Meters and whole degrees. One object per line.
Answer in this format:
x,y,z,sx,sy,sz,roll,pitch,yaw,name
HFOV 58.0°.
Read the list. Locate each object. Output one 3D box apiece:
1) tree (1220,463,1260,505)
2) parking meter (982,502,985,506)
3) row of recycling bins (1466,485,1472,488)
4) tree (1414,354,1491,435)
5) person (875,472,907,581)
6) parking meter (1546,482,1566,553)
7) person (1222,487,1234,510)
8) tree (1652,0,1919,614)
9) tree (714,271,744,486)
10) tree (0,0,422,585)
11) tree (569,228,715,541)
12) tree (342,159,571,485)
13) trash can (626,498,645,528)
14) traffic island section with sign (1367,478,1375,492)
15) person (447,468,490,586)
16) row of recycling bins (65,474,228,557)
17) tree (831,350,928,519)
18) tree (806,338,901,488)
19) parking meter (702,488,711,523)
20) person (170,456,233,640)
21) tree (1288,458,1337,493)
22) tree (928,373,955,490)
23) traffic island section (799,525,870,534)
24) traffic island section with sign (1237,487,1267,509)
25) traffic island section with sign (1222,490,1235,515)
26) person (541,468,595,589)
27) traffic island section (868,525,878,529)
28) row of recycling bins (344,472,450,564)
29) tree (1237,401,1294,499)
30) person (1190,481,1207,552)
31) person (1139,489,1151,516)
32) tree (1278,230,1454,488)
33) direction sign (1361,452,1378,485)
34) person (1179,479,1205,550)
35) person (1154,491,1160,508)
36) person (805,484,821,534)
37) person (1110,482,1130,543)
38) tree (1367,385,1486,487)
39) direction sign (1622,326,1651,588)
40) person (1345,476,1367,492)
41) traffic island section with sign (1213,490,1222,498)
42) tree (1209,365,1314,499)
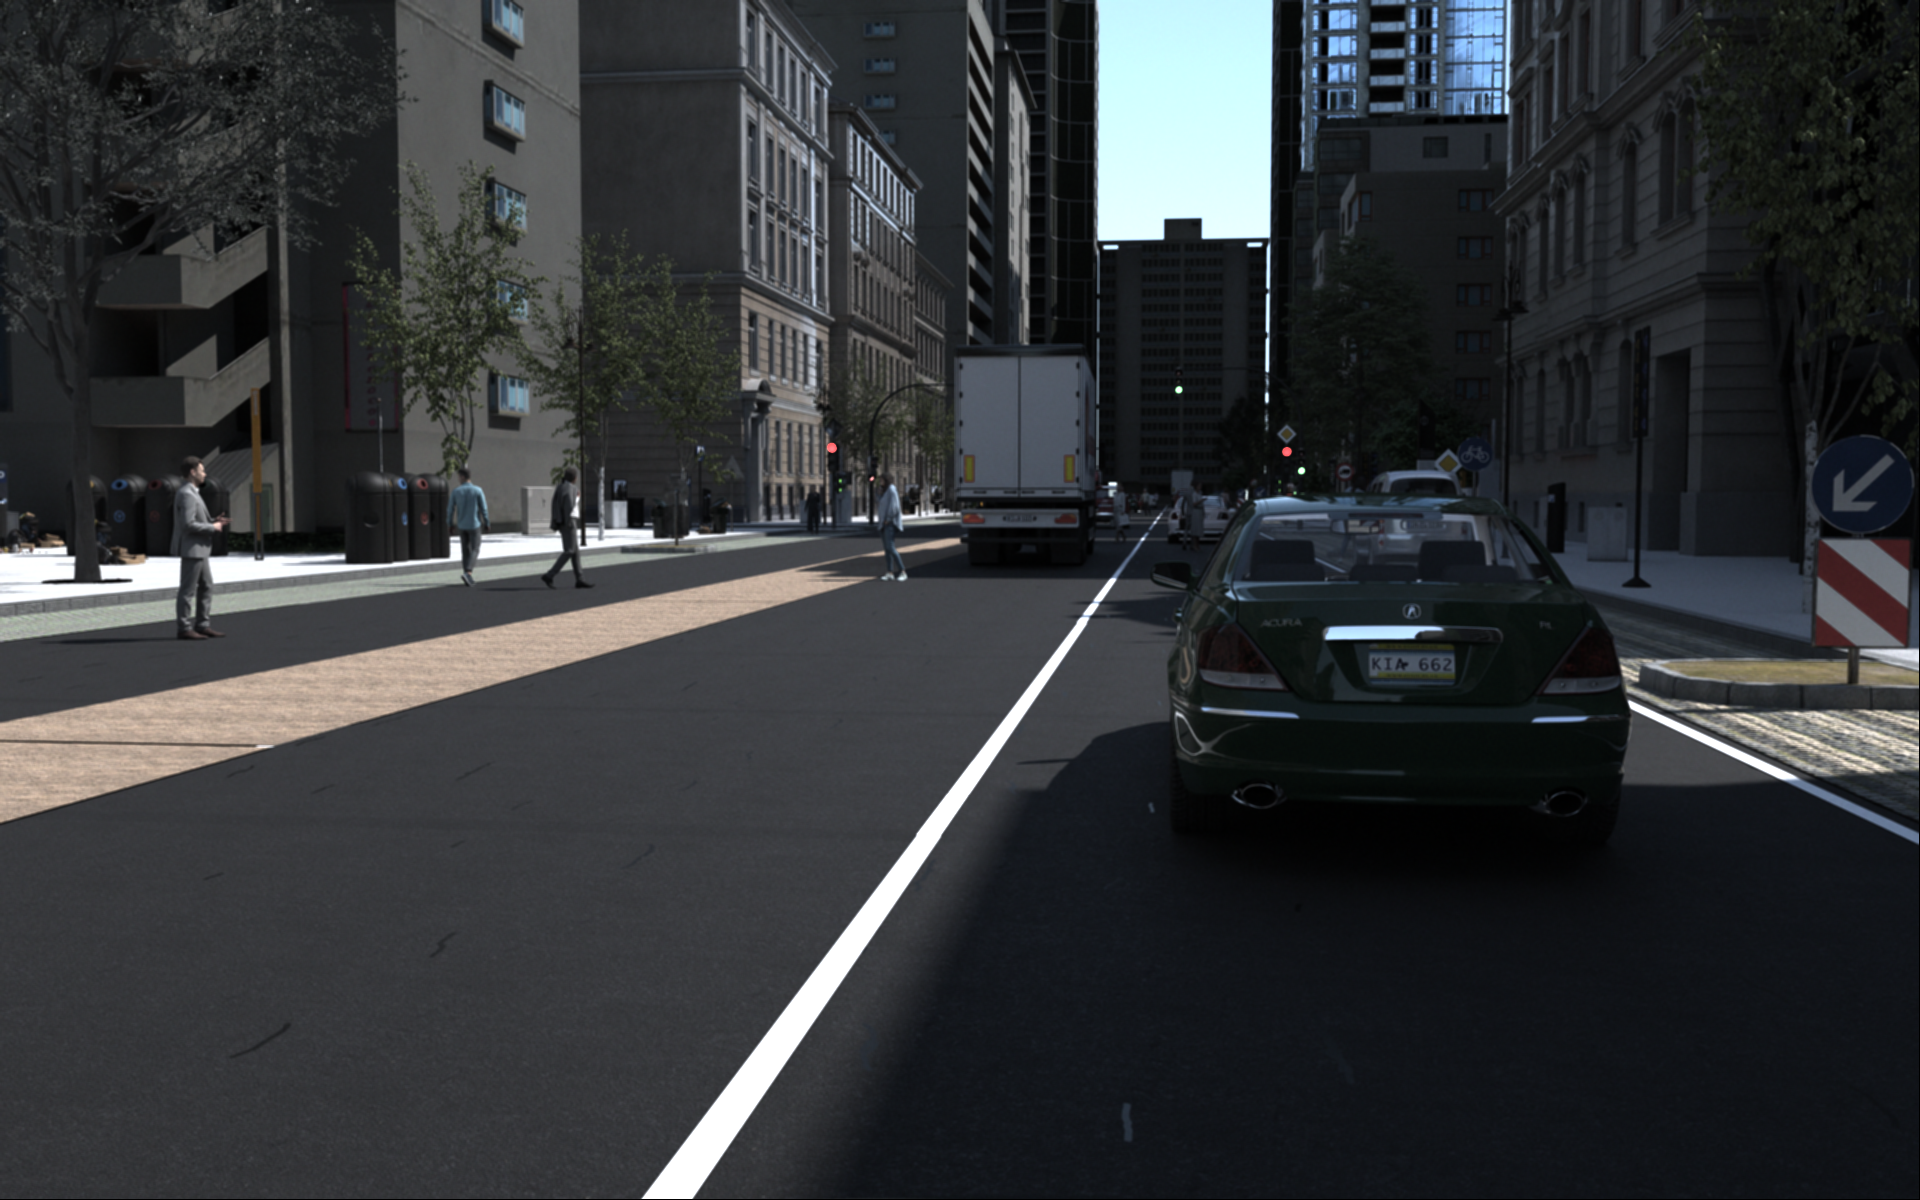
32.338,-13.487,204.227,4.285,4.588,4.351,0,3,0,tree
1.950,-7.982,136.211,0.399,1.863,0.255,-3,5,-41,parking meter
21.674,-4.212,75.977,3.534,1.692,1.069,-1,4,-20,row of recycling bins
25.363,-8.569,90.472,4.360,8.622,3.978,0,3,0,tree
-1.144,-1.225,28.792,0.793,1.790,0.793,3,4,37,person
13.003,-1.797,37.788,0.372,1.533,0.369,0,3,0,parking meter
12.570,-4.450,81.845,0.643,1.750,0.593,-2,4,-35,person
9.166,-4.142,18.088,4.737,8.622,4.395,0,3,0,tree
-8.453,-6.271,52.897,4.737,8.622,4.395,0,3,0,tree
-12.746,-6.988,24.622,12.009,13.543,11.850,0,3,0,tree
-10.115,-5.950,47.647,4.737,8.622,4.395,0,3,0,tree
-10.979,-5.319,37.333,4.737,8.622,4.395,0,3,0,tree
-12.205,-3.275,65.192,0.748,1.137,0.748,0,3,0,trash can
9.340,-1.865,39.127,1.989,1.847,2.006,0,4,7,traffic island section with sign
-7.761,-1.151,27.175,0.638,1.841,0.748,1,4,9,person
-16.936,-1.772,36.085,3.534,1.692,1.069,1,4,8,row of recycling bins
-4.468,-8.443,88.403,4.737,8.622,4.395,0,3,0,tree
-5.222,-8.037,81.767,4.360,8.622,3.978,0,3,0,tree
-11.008,-4.089,75.259,0.372,1.533,0.369,0,3,0,parking meter
-7.480,-0.514,17.104,0.583,1.804,0.606,-2,4,-28,person
16.918,-5.400,82.888,1.663,3.219,1.824,0,3,0,tree
-1.739,-9.369,103.551,4.737,8.622,4.395,0,3,0,tree
-4.686,-2.555,64.056,2.009,0.180,2.903,0,4,7,traffic island section
16.204,-5.240,94.294,1.989,1.847,2.006,0,4,7,traffic island section with sign
19.535,-6.876,121.043,1.989,1.847,2.006,0,4,7,traffic island section with sign
-5.927,-1.077,26.207,0.850,1.850,0.679,-2,4,-28,person
-3.699,-3.040,71.980,2.009,0.180,2.903,0,4,7,traffic island section
-10.826,-1.602,33.298,1.069,1.692,3.534,0,4,6,row of recycling bins
24.373,-11.372,136.286,4.737,8.622,4.395,0,3,0,tree
6.006,-2.091,43.251,0.524,1.755,0.480,2,4,30,person
12.079,-6.374,113.205,0.782,1.767,0.515,2,4,30,person
17.519,-9.594,74.985,7.486,12.596,7.792,0,3,0,tree
21.962,-6.176,92.967,0.876,3.537,0.379,0,4,-6,direction sign
5.984,-2.204,44.661,0.709,1.813,0.853,1,4,19,person
20.838,-10.640,183.398,0.756,1.711,0.436,-1,4,-14,person
-5.191,-3.196,61.168,0.576,1.772,0.534,-1,4,-12,person
4.721,-2.568,50.843,0.624,1.780,0.694,-1,4,-23,person
13.965,-4.180,52.055,4.285,4.588,4.351,0,3,0,tree
9.342,-1.946,23.810,0.379,3.537,0.876,1,4,10,direction sign
8.073,-1.640,35.587,0.793,1.790,0.793,0,4,2,person
29.146,-11.592,198.153,1.989,1.847,2.006,0,4,7,traffic island section with sign
22.632,-11.753,126.568,8.767,10.594,7.601,1,4,16,tree
